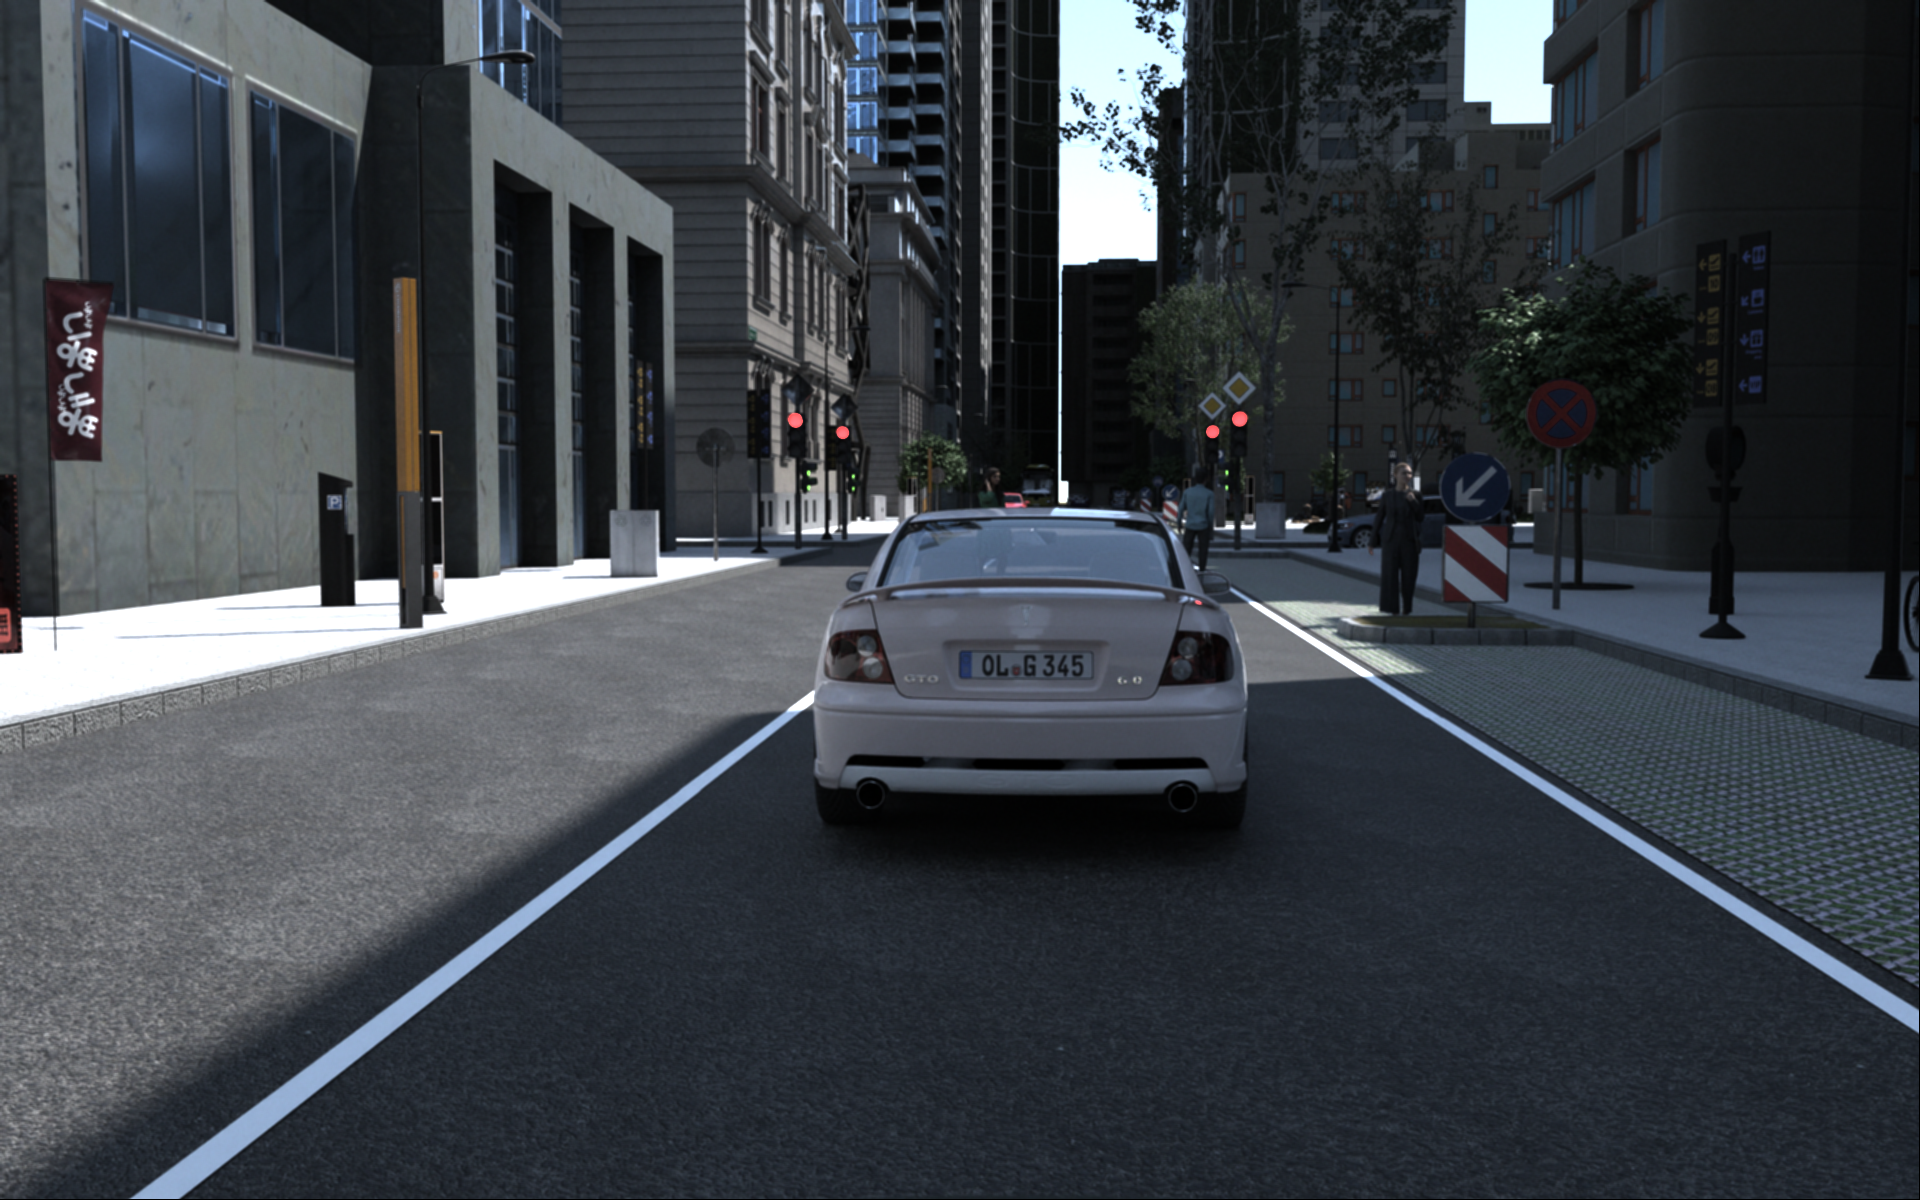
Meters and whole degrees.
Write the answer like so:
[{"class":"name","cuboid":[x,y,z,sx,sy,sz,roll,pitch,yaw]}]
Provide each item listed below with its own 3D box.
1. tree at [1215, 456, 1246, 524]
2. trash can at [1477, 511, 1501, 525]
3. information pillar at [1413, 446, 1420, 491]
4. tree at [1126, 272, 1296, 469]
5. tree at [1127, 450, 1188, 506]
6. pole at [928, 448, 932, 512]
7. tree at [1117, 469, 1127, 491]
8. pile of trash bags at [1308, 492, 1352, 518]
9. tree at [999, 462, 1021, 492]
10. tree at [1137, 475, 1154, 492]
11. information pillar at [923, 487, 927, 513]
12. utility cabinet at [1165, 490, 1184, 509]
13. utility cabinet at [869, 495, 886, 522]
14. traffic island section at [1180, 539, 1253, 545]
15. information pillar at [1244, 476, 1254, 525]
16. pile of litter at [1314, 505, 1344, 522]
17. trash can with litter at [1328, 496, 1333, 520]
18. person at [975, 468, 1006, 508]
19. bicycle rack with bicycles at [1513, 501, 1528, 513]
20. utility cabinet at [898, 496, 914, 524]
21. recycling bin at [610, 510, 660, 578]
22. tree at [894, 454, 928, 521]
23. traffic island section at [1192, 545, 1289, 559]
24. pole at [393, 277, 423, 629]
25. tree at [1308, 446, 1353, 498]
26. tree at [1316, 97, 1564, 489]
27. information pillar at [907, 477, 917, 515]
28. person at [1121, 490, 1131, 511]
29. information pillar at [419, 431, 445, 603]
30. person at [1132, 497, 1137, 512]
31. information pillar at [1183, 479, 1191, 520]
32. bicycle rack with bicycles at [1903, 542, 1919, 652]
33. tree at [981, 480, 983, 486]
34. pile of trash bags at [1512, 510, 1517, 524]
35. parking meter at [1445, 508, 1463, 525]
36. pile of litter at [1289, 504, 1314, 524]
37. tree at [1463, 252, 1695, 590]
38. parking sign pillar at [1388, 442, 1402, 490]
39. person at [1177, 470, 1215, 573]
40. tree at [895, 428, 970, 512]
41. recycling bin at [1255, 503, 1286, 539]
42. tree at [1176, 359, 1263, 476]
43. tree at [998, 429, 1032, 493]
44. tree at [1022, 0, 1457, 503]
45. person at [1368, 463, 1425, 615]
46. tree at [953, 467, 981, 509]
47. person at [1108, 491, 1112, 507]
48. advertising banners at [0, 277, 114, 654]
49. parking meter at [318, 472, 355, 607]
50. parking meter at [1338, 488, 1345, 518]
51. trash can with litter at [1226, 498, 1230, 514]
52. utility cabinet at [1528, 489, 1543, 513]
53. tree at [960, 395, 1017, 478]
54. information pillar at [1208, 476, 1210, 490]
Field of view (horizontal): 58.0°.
[{"class":"tree","cuboid":[11.747,-4.837,73.680,1.663,3.219,1.824,0,3,0]},{"class":"trash can","cuboid":[11.253,-1.554,37.061,0.748,1.137,0.748,0,3,0]},{"class":"information pillar","cuboid":[22.201,-5.681,84.236,0.504,3.616,0.183,-3,4,-39]},{"class":"tree","cuboid":[11.381,-9.437,80.053,9.928,11.665,9.643,0,3,0]},{"class":"tree","cuboid":[15.395,-8.821,127.934,4.285,4.588,4.351,0,3,0]},{"class":"pole","cuboid":[-1.336,-5.074,76.802,0.158,3.312,0.155,0,3,0]},{"class":"tree","cuboid":[19.200,-12.773,192.556,4.285,4.588,4.351,0,3,0]},{"class":"pile of trash bags","cuboid":[19.791,-5.032,92.029,1.912,1.369,3.447,3,5,44]},{"class":"tree","cuboid":[5.009,-11.948,179.070,4.285,4.588,4.351,0,3,0]},{"class":"tree","cuboid":[16.862,-9.993,157.982,1.663,3.219,1.824,0,3,0]},{"class":"information pillar","cuboid":[-1.933,-6.593,99.155,0.504,3.616,0.183,3,5,40]},{"class":"utility cabinet","cuboid":[13.263,-6.012,106.975,1.173,1.500,0.318,-2,4,-25]},{"class":"utility cabinet","cuboid":[-3.834,-4.270,80.971,0.306,1.237,1.020,2,4,30]},{"class":"traffic island section","cuboid":[6.925,-1.551,47.642,2.009,0.180,2.903,0,4,4]},{"class":"information pillar","cuboid":[11.935,-4.095,71.448,0.304,2.012,0.304,-1,4,-12]},{"class":"pile of litter","cuboid":[14.929,-3.286,67.695,1.719,0.858,1.176,0,4,1]},{"class":"trash can with litter","cuboid":[13.448,-3.133,62.280,1.678,1.210,2.233,0,4,6]},{"class":"person","cuboid":[0.445,-0.935,24.037,0.529,1.795,0.600,3,5,43]},{"class":"bicycle rack with bicycles","cuboid":[28.183,-4.667,89.686,2.852,0.926,2.925,2,4,35]},{"class":"utility cabinet","cuboid":[-2.204,-3.664,71.062,0.306,1.237,1.020,1,4,21]},{"class":"recycling bin","cuboid":[-5.058,-0.881,26.958,0.722,1.027,0.722,0,4,-7]},{"class":"tree","cuboid":[-2.508,-5.386,82.662,1.663,3.219,1.824,0,3,0]},{"class":"traffic island section","cuboid":[6.376,-1.064,39.676,2.009,0.180,2.903,0,4,4]},{"class":"pole","cuboid":[-5.252,-1.384,16.476,0.158,3.312,0.155,0,3,0]},{"class":"tree","cuboid":[14.895,-4.628,70.267,1.663,3.219,1.824,0,3,0]},{"class":"tree","cuboid":[8.703,-5.024,32.503,4.360,8.622,3.978,0,3,0]},{"class":"information pillar","cuboid":[-2.111,-4.387,76.220,0.304,2.012,0.304,3,4,39]},{"class":"person","cuboid":[12.586,-7.459,131.251,0.742,1.727,0.445,-1,4,-15]},{"class":"information pillar","cuboid":[-6.269,-0.966,20.287,0.304,2.012,0.304,2,4,25]},{"class":"person","cuboid":[11.548,-6.216,114.822,0.352,1.250,0.332,1,4,15]},{"class":"information pillar","cuboid":[11.196,-4.951,85.435,0.304,2.012,0.304,1,4,17]},{"class":"bicycle rack with bicycles","cuboid":[8.424,0.046,12.627,2.852,0.926,2.925,1,4,18]},{"class":"tree","cuboid":[0.937,-7.967,124.864,1.663,3.219,1.824,0,3,0]},{"class":"pile of trash bags","cuboid":[21.925,-3.937,74.124,3.447,1.369,1.912,0,4,-4]},{"class":"parking meter","cuboid":[11.499,-2.111,40.221,0.399,1.863,0.255,2,4,34]},{"class":"pile of litter","cuboid":[15.273,-3.784,75.829,1.719,0.858,1.176,1,4,11]},{"class":"tree","cuboid":[8.588,-2.449,23.753,4.285,4.588,4.351,0,3,0]},{"class":"parking sign pillar","cuboid":[22.792,-6.253,90.703,1.447,3.967,1.447,2,4,26]},{"class":"person","cuboid":[3.824,-1.203,28.192,0.660,1.820,0.620,1,4,21]},{"class":"tree","cuboid":[-1.521,-6.272,86.267,4.285,4.588,4.351,0,3,0]},{"class":"recycling bin","cuboid":[8.887,-2.264,49.564,0.722,1.027,0.722,2,4,25]},{"class":"tree","cuboid":[13.368,-8.571,90.501,4.737,8.622,4.395,0,3,0]},{"class":"tree","cuboid":[6.179,-14.797,192.294,4.737,8.622,4.395,0,3,0]},{"class":"tree","cuboid":[8.904,-12.264,56.404,12.611,20.169,13.585,0,3,0]},{"class":"person","cuboid":[4.793,-0.614,18.964,0.576,1.772,0.534,0,4,-6]},{"class":"tree","cuboid":[0.134,-7.565,118.290,1.663,3.219,1.824,0,3,0]},{"class":"person","cuboid":[15.582,-10.475,180.450,0.721,1.739,1.217,0,4,-6]},{"class":"advertising banners","cuboid":[-7.793,-1.074,13.740,2.074,3.025,0.090,-3,4,-38]},{"class":"parking meter","cuboid":[-7.137,-0.699,19.833,0.372,1.533,0.369,0,3,0]},{"class":"parking meter","cuboid":[15.968,-3.933,72.722,0.372,1.533,0.369,0,3,0]},{"class":"trash can with litter","cuboid":[13.590,-4.711,88.408,1.055,1.170,0.624,-3,5,-42]},{"class":"utility cabinet","cuboid":[26.616,-4.319,79.289,1.173,1.500,0.318,-1,4,-15]},{"class":"tree","cuboid":[2.199,-10.943,129.285,4.360,8.622,3.978,0,3,0]},{"class":"information pillar","cuboid":[10.419,-4.152,72.385,0.304,2.012,0.304,2,4,34]}]
